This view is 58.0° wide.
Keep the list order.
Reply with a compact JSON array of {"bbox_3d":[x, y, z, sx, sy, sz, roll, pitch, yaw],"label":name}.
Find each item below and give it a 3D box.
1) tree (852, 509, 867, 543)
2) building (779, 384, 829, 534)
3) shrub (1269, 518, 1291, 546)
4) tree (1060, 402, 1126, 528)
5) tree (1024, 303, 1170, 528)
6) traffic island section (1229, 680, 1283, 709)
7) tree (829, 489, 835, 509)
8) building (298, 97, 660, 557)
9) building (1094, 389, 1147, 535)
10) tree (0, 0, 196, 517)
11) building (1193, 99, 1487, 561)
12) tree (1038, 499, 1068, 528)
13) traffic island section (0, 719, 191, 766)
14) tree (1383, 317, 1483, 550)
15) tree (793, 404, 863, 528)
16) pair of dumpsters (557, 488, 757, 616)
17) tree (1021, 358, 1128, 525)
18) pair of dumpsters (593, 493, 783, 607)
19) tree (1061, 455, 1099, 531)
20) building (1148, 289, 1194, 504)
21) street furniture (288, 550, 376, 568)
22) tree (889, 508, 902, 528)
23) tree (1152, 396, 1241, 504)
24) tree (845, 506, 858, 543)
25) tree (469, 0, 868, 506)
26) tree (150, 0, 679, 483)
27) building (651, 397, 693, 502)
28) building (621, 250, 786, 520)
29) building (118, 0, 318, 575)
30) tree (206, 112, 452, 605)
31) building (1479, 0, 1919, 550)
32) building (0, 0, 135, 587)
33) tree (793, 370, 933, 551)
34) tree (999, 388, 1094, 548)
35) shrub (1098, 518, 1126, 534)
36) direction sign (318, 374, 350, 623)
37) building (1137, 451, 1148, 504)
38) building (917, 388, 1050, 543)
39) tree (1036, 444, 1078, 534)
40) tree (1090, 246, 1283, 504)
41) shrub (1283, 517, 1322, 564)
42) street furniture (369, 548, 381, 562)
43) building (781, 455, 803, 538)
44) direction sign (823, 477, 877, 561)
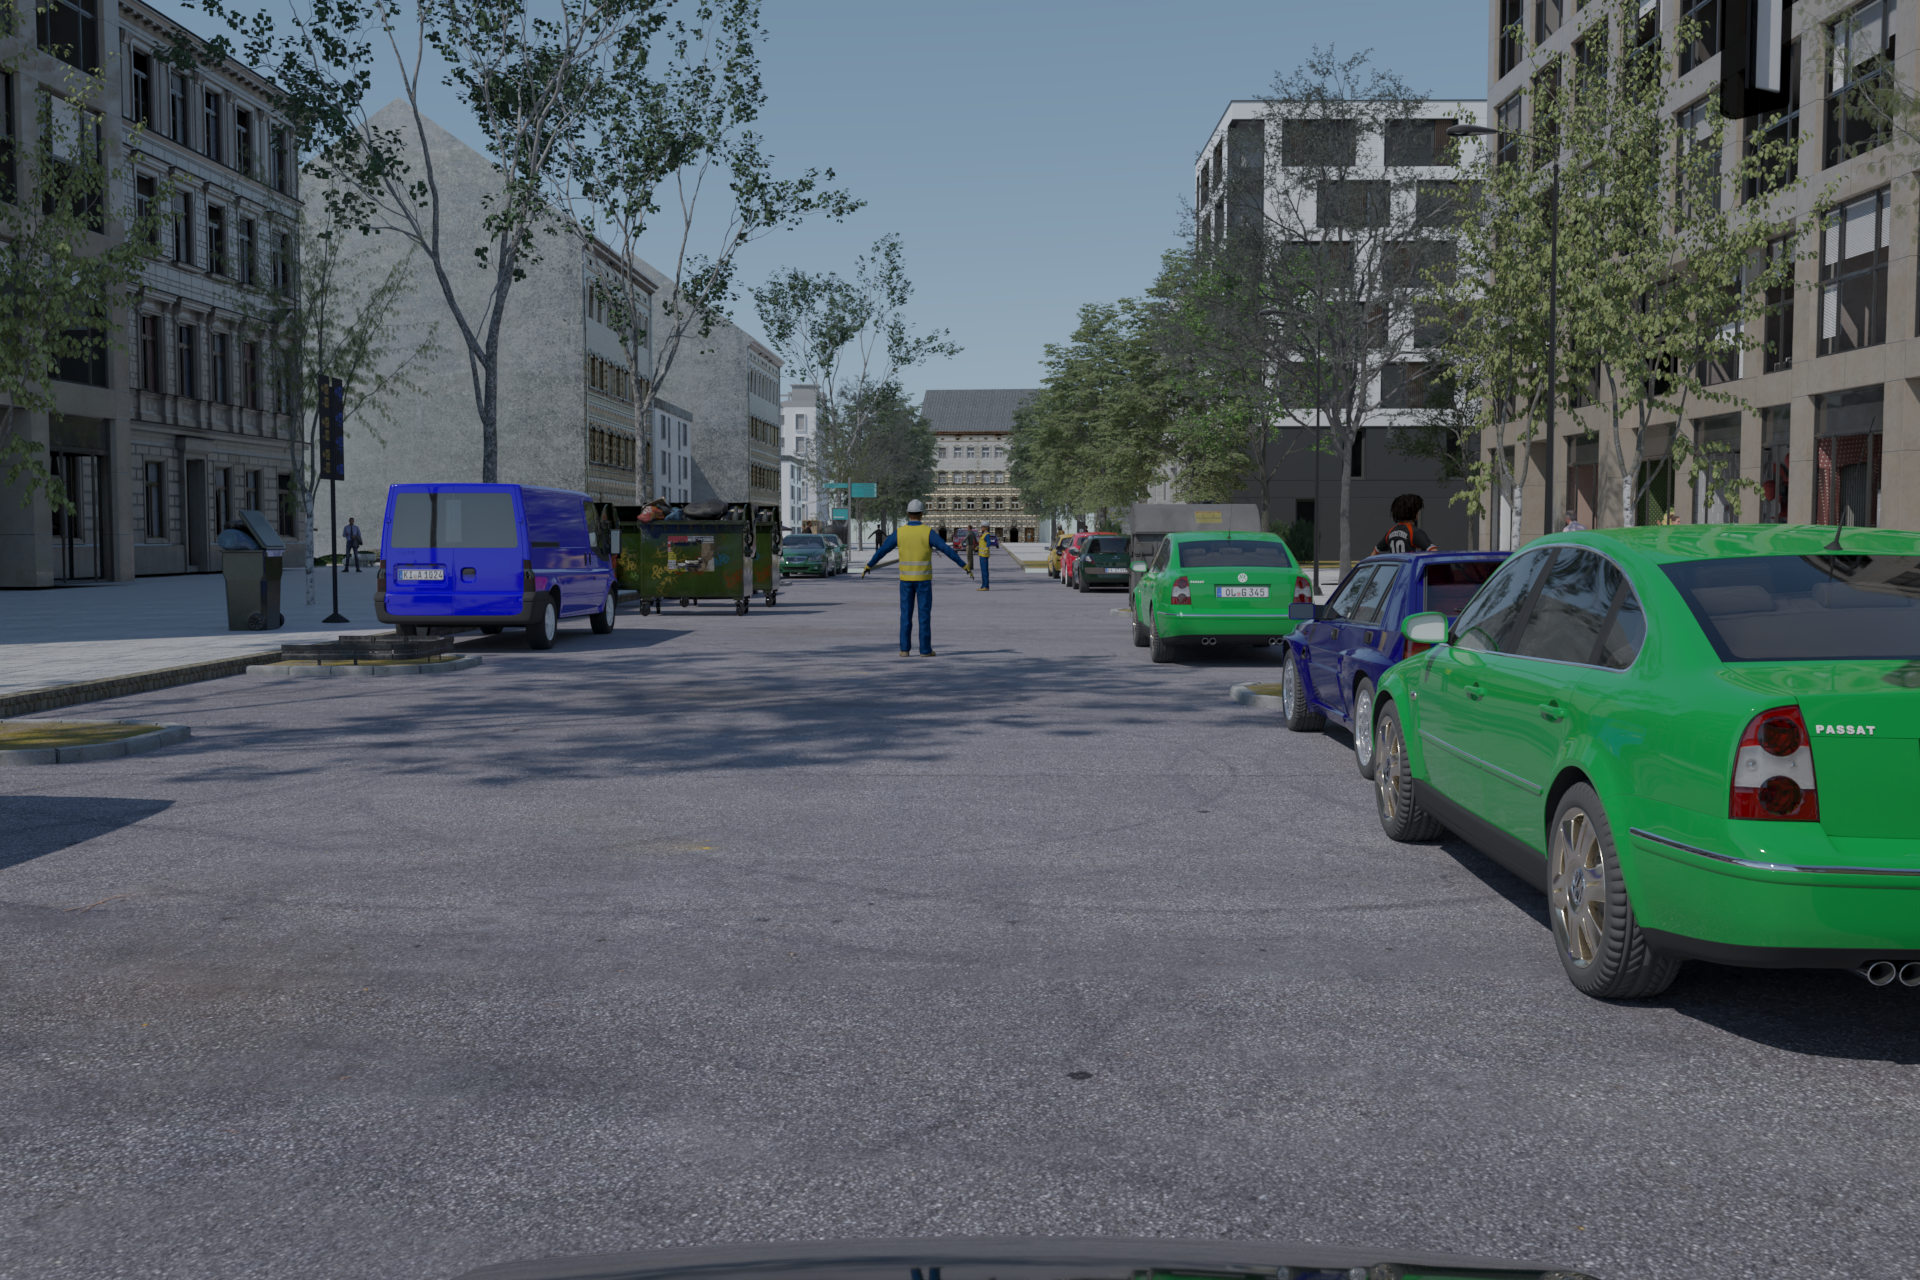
[{"bbox_3d":[-14.202,-19.047,261.774,4.360,8.622,3.978,0,3,0],"label":"tree"},{"bbox_3d":[-22.903,-22.208,219.525,16.016,20.090,11.380,0,4,2],"label":"building"},{"bbox_3d":[14.743,-4.627,80.076,1.690,2.028,1.600,0,3,0],"label":"shrub"},{"bbox_3d":[7.590,-8.801,94.262,4.737,8.622,4.395,0,3,0],"label":"tree"},{"bbox_3d":[7.007,-10.234,85.451,7.486,12.596,7.792,0,3,0],"label":"tree"},{"bbox_3d":[3.377,0.482,14.987,1.991,0.108,1.994,0,4,1],"label":"traffic island section"},{"bbox_3d":[-23.346,-21.524,262.290,12.009,13.543,11.850,0,3,0],"label":"tree"},{"bbox_3d":[-28.113,-16.256,96.717,19.493,23.208,18.063,0,4,1],"label":"building"},{"bbox_3d":[27.153,-24.021,223.677,19.493,23.208,18.063,0,4,1],"label":"building"},{"bbox_3d":[-12.216,-4.365,21.737,4.737,8.622,4.395,0,3,0],"label":"tree"},{"bbox_3d":[26.918,-15.539,98.036,27.936,21.610,32.646,0,4,1],"label":"building"},{"bbox_3d":[9.483,-13.182,165.879,4.360,8.622,3.978,0,3,0],"label":"tree"},{"bbox_3d":[-6.367,0.688,11.617,1.991,0.108,1.994,0,4,1],"label":"traffic island section"},{"bbox_3d":[21.433,-8.395,71.672,7.601,10.594,8.767,-3,5,-44],"label":"tree"},{"bbox_3d":[-7.332,-9.043,98.218,4.360,8.622,3.978,0,3,0],"label":"tree"},{"bbox_3d":[-5.869,-1.568,30.595,4.436,2.255,1.574,0,4,1],"label":"pair of dumpsters"},{"bbox_3d":[7.876,-11.885,112.451,7.486,12.596,7.792,0,3,0],"label":"tree"},{"bbox_3d":[-5.762,-1.791,34.232,4.436,2.255,1.574,0,4,1],"label":"pair of dumpsters"},{"bbox_3d":[8.148,-10.398,120.363,4.360,8.622,3.978,0,3,0],"label":"tree"},{"bbox_3d":[24.256,-16.263,132.350,16.747,18.905,31.486,0,4,1],"label":"building"},{"bbox_3d":[-26.675,-3.361,70.586,5.734,0.657,10.072,-1,4,-23],"label":"street furniture"},{"bbox_3d":[-9.162,-18.926,259.801,4.737,8.622,4.395,0,3,0],"label":"tree"},{"bbox_3d":[10.159,-7.820,78.215,4.360,8.622,3.978,0,3,0],"label":"tree"},{"bbox_3d":[-15.045,-18.653,255.335,4.360,8.622,3.978,0,3,0],"label":"tree"},{"bbox_3d":[-9.661,-12.415,58.868,12.611,20.169,13.585,0,3,0],"label":"tree"},{"bbox_3d":[-12.891,-11.473,43.468,12.611,20.169,13.585,0,3,0],"label":"tree"},{"bbox_3d":[-23.105,-10.903,120.407,9.099,9.664,28.070,0,3,0],"label":"building"},{"bbox_3d":[-25.323,-19.117,143.499,19.493,23.208,18.063,0,4,2],"label":"building"},{"bbox_3d":[-28.415,-11.605,53.365,10.561,19.211,19.286,0,4,1],"label":"building"},{"bbox_3d":[-11.937,-4.931,30.988,4.360,8.622,3.978,0,3,0],"label":"tree"},{"bbox_3d":[26.850,-14.504,40.350,19.350,26.588,34.151,0,4,1],"label":"building"},{"bbox_3d":[-30.756,-13.623,25.937,19.351,26.588,34.151,0,4,2],"label":"building"},{"bbox_3d":[-7.499,-13.433,130.000,12.009,13.543,11.850,0,3,0],"label":"tree"},{"bbox_3d":[8.216,-14.860,149.616,9.857,13.997,8.962,0,3,0],"label":"tree"},{"bbox_3d":[6.468,-4.299,74.709,1.690,2.028,1.600,0,3,0],"label":"shrub"},{"bbox_3d":[-9.054,-2.019,25.015,0.379,3.537,0.876,0,4,0],"label":"direction sign"},{"bbox_3d":[29.854,-22.111,192.435,19.493,23.208,18.063,0,4,1],"label":"building"},{"bbox_3d":[3.853,-26.150,260.940,18.063,23.208,19.493,0,4,7],"label":"building"},{"bbox_3d":[8.104,-10.735,125.886,4.360,8.622,3.978,0,3,0],"label":"tree"},{"bbox_3d":[9.117,-9.248,69.336,7.486,12.596,7.792,0,3,0],"label":"tree"},{"bbox_3d":[14.789,-4.304,74.791,1.690,2.028,1.600,0,3,0],"label":"shrub"},{"bbox_3d":[-24.877,-4.611,82.241,11.010,1.723,9.812,0,4,-3],"label":"street furniture"},{"bbox_3d":[-22.484,-15.653,198.080,9.099,9.664,28.070,0,4,0],"label":"building"},{"bbox_3d":[-5.146,-5.680,81.623,2.525,3.948,1.411,0,4,2],"label":"direction sign"}]
